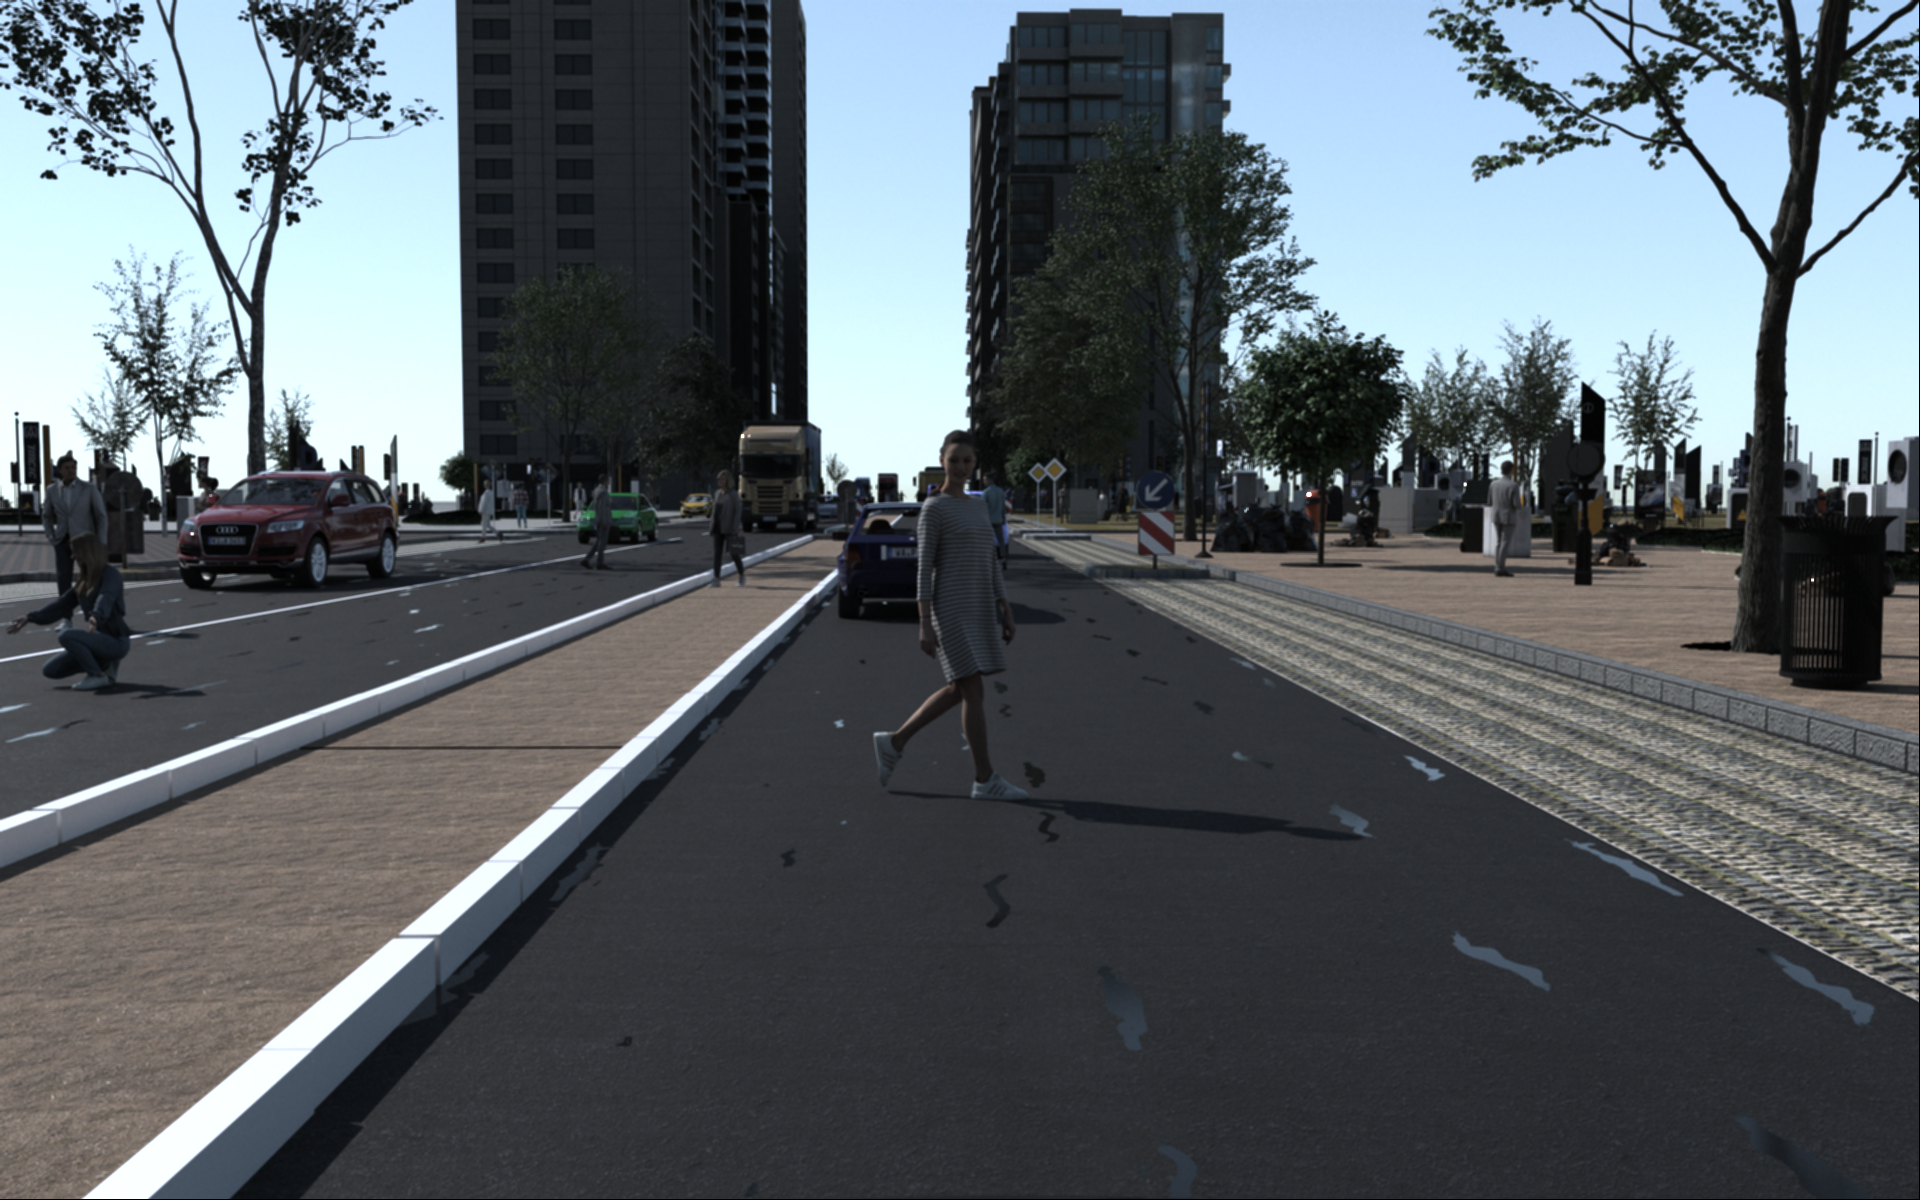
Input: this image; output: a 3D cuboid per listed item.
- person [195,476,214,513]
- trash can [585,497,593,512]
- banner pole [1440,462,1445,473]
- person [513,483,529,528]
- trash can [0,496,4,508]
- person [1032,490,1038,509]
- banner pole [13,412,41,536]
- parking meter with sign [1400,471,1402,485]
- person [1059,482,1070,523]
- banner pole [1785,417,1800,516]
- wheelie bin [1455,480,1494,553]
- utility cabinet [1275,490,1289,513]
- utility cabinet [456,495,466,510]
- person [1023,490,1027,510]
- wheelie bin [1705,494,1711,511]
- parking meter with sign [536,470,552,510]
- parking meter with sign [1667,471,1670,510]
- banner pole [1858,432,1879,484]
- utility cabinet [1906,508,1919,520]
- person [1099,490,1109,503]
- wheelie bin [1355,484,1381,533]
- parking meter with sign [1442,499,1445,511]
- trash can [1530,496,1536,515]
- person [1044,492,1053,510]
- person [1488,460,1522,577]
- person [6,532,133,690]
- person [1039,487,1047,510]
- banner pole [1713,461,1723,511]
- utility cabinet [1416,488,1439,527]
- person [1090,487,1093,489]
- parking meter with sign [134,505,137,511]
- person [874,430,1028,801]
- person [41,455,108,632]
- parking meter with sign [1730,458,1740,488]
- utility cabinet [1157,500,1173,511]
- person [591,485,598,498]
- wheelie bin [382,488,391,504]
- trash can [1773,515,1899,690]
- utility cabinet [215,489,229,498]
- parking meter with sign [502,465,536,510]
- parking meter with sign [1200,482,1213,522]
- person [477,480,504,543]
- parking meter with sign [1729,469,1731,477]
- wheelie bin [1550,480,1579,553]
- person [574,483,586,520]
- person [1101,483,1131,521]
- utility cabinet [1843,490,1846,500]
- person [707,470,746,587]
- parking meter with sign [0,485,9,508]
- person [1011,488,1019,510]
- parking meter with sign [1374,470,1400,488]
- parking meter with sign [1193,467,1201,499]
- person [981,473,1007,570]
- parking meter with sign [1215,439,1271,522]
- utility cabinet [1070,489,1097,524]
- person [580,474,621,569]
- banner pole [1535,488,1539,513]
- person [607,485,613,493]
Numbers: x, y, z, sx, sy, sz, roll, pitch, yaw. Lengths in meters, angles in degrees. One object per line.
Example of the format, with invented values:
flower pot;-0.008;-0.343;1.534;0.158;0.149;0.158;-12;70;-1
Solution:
person;-14.638;-1.508;33.504;0.599;1.781;0.374;3;4;38
trash can;-19.131;-4.784;89.868;0.748;1.137;0.748;0;3;0
banner pole;34.490;-8.198;124.048;0.863;3.779;0.401;-3;5;-42
person;-16.704;-3.609;65.886;0.563;1.720;0.643;-1;4;-13
trash can;-63.796;-6.314;114.884;0.748;1.137;0.748;0;3;0
person;6.234;-8.405;144.189;0.721;1.735;1.217;-1;4;-22
banner pole;-28.396;-3.834;52.700;0.863;3.779;0.401;-1;4;-10
parking meter with sign;33.085;-8.210;130.492;0.543;3.016;1.738;0;3;0
person;4.624;-4.308;76.654;0.511;1.800;0.466;0;4;-7
banner pole;26.693;-4.023;55.785;0.401;3.779;0.863;1;4;14
wheelie bin;11.358;-1.841;38.006;0.980;1.594;0.693;2;4;32
utility cabinet;22.869;-7.023;123.504;1.173;1.500;0.318;-1;4;-13
utility cabinet;-38.180;-7.423;132.529;0.306;1.237;1.020;-3;5;-45
person;5.412;-8.218;141.875;0.593;1.643;0.415;1;4;16
wheelie bin;58.235;-7.734;134.362;0.693;1.594;0.980;2;4;35
parking meter with sign;-30.340;-7.923;125.805;0.543;3.016;1.738;2;4;25
parking meter with sign;53.269;-8.329;132.433;1.738;3.016;0.543;1;4;10
banner pole;36.737;-4.892;69.996;0.863;3.779;0.401;2;4;24
utility cabinet;46.377;-4.470;84.252;1.020;1.237;0.306;-1;4;-13
person;7.324;-4.858;88.073;0.503;1.515;0.523;0;4;0
wheelie bin;12.518;-2.764;53.095;0.693;1.594;0.980;0;4;1
parking meter with sign;35.432;-8.053;127.922;1.738;3.016;0.543;1;4;10
trash can;36.302;-6.035;110.320;0.748;1.137;0.748;0;3;0
person;7.173;-8.085;141.490;0.557;1.426;1.065;3;5;45
person;8.559;-1.270;27.014;0.583;1.804;0.606;-3;4;-38
person;-6.469;0.075;12.770;1.012;1.151;0.738;3;5;44
person;6.872;-8.369;142.750;0.709;1.838;0.599;1;4;14
banner pole;57.825;-8.691;132.117;0.863;3.779;0.401;1;4;9
utility cabinet;17.845;-3.548;66.687;1.173;1.500;0.318;-1;4;-13
person;7.907;-6.077;106.073;0.598;1.740;0.731;-1;4;-10
parking meter with sign;-48.989;-6.406;101.006;1.738;3.016;0.543;-3;5;-42
person;-0.053;0.066;8.167;0.760;1.731;0.466;1;4;9
person;-9.371;-0.613;18.369;0.661;1.843;0.795;-1;4;-8
parking meter with sign;37.736;-5.355;83.821;0.543;3.016;1.738;2;4;26
utility cabinet;7.596;-3.398;64.236;0.318;1.500;1.173;-1;4;-9
person;-19.794;-5.358;93.922;0.520;1.790;0.573;-3;5;-39
wheelie bin;-44.022;-7.733;134.345;0.980;1.594;0.693;1;4;13
trash can;5.811;0.007;11.541;0.748;1.137;0.748;0;3;0
utility cabinet;-30.714;-3.925;72.857;0.318;1.500;1.173;2;4;26
parking meter with sign;-26.215;-6.497;102.488;1.738;3.016;0.543;-3;4;-38
parking meter with sign;11.918;-5.018;78.306;1.738;3.016;0.543;0;4;-6
person;-13.651;-2.562;50.270;0.818;1.842;0.514;-1;4;-20
parking meter with sign;53.427;-7.527;119.332;0.543;3.016;1.738;3;4;37
wheelie bin;13.391;-1.839;37.968;0.693;1.594;0.980;-2;4;-32
person;-18.624;-4.821;84.740;0.514;1.842;0.818;-3;5;-40
person;7.391;-4.607;81.584;0.699;1.804;1.509;-3;4;-36
utility cabinet;45.032;-4.804;87.222;1.173;1.500;0.318;-1;4;-14
person;-3.519;-1.093;26.555;0.709;1.800;0.728;3;4;37
parking meter with sign;-75.061;-8.473;134.787;1.738;3.016;0.543;-3;5;-43
person;4.486;-8.183;140.370;0.750;1.759;0.617;0;4;-2
parking meter with sign;16.951;-4.560;70.820;1.738;3.016;0.543;-1;4;-13
parking meter with sign;15.431;-7.067;111.810;0.543;3.016;1.738;-2;4;-31
person;0.614;-1.506;32.990;0.638;1.841;0.748;-1;4;-19
parking meter with sign;9.131;-3.621;55.466;1.738;3.016;0.543;-1;4;-12
utility cabinet;5.295;-4.007;74.190;1.173;1.500;0.318;0;4;3
person;-6.824;-1.496;33.080;0.853;1.813;0.709;-2;4;-32
banner pole;40.237;-7.929;119.662;0.863;3.779;0.401;2;4;27
person;-17.915;-5.067;89.059;0.590;1.801;0.661;-1;4;-15
